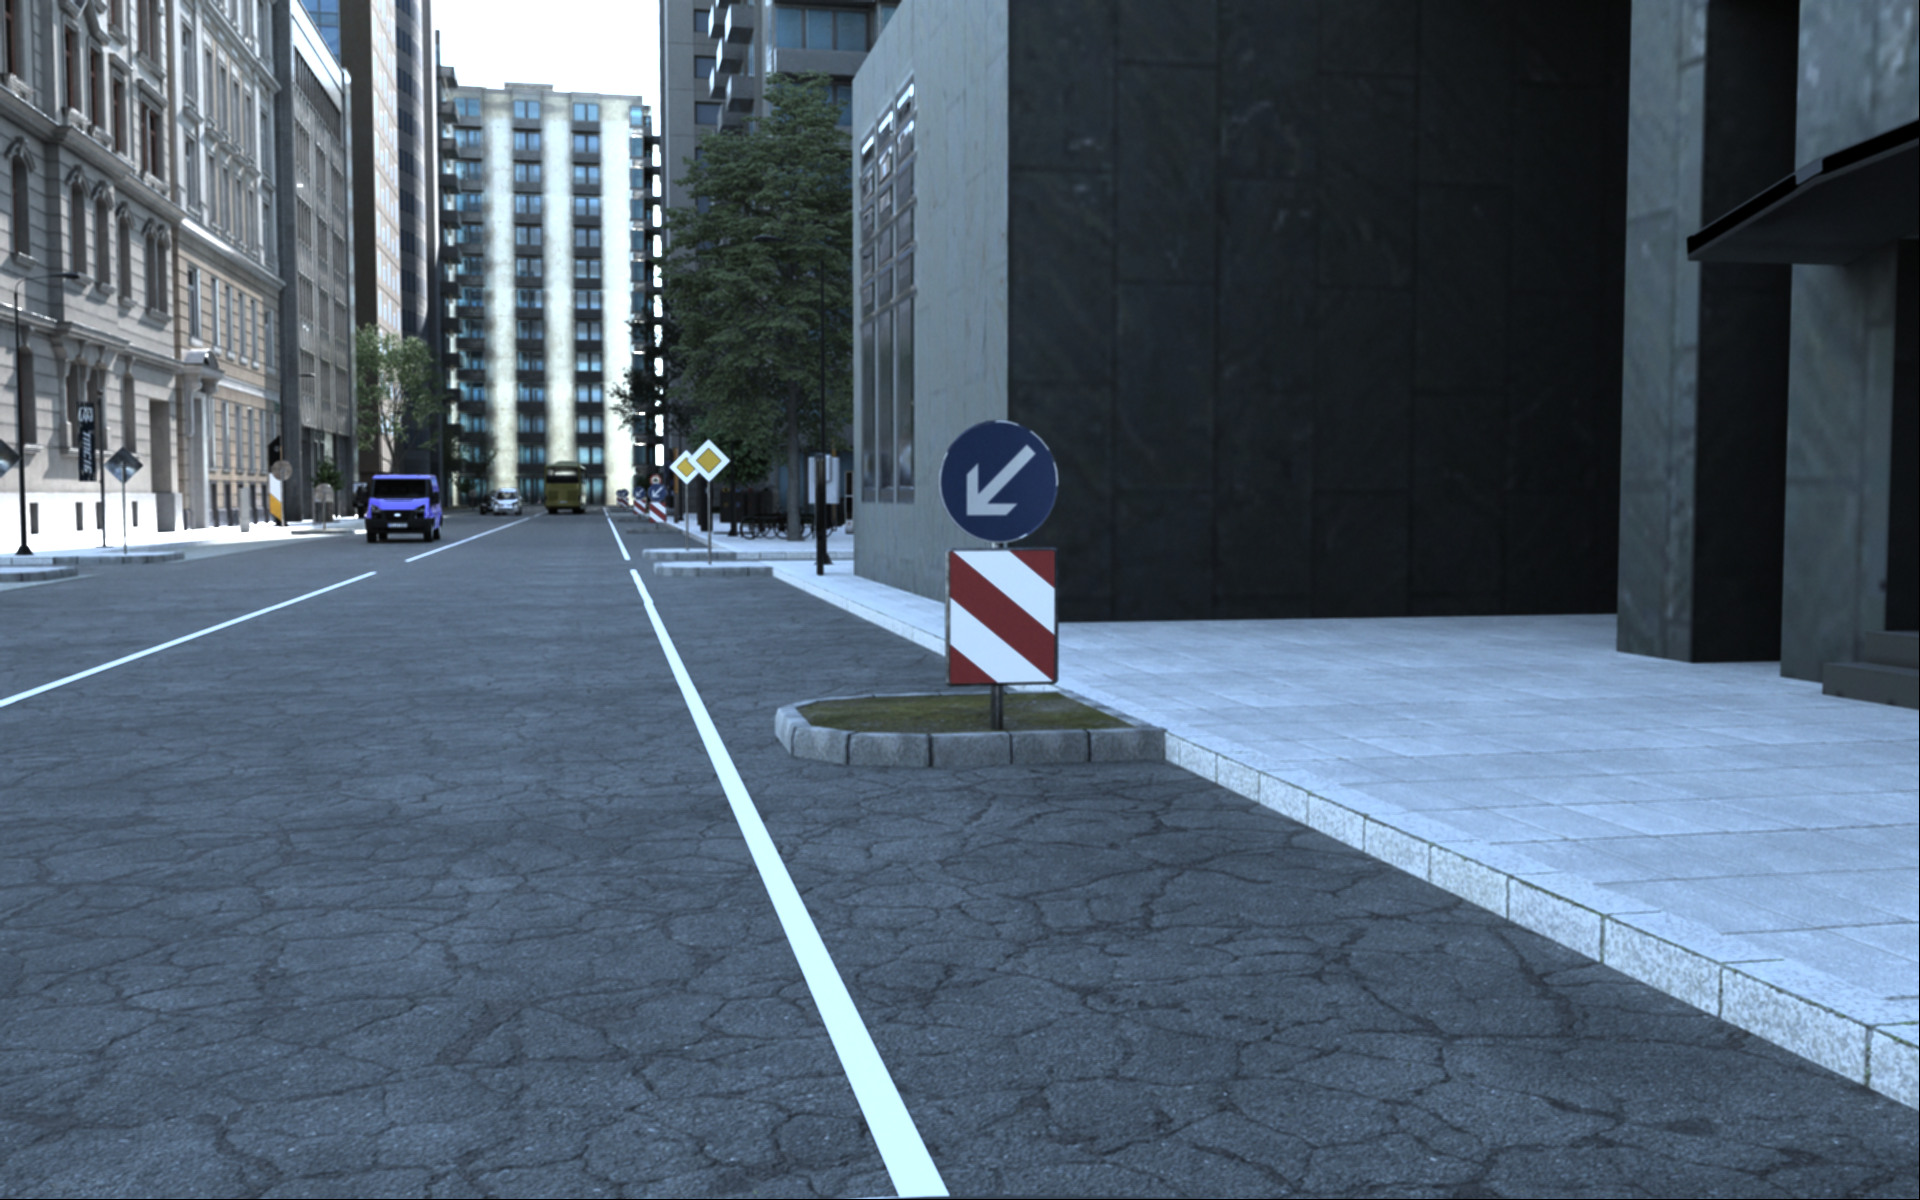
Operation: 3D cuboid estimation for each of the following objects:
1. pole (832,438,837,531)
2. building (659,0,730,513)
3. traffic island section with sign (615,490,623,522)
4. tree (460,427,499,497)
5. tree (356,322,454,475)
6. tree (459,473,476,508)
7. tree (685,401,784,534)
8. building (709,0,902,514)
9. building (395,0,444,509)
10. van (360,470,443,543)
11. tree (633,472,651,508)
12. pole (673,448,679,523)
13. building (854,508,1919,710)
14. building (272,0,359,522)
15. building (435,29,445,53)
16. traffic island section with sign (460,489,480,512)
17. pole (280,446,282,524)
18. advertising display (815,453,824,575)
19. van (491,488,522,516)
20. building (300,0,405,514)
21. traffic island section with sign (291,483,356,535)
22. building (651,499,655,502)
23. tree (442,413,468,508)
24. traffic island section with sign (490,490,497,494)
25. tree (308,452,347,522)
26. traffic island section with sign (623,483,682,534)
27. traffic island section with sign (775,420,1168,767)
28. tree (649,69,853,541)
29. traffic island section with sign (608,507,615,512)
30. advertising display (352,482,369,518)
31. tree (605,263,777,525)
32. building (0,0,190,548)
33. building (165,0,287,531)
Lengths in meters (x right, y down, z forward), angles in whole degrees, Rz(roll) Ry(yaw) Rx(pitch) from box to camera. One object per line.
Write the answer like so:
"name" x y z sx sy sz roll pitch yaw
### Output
"pole" -4.351 -4.039 59.878 0.158 3.312 0.155 0 3 0
"building" -11.872 -35.963 130.001 21.231 58.520 28.212 -1 4 -12
"traffic island section with sign" -16.745 -4.965 89.801 1.989 1.847 2.006 -1 4 -12
"tree" -51.490 -14.415 186.047 4.360 8.622 3.978 0 3 0
"tree" -34.487 -10.995 105.517 9.928 11.665 9.643 0 3 0
"tree" -45.985 -10.223 161.743 1.663 3.219 1.824 0 3 0
"tree" -7.248 -4.441 56.330 4.285 4.588 4.351 0 3 0
"building" -2.191 -29.146 96.141 23.786 49.044 30.456 -1 4 -12
"building" -52.667 -36.226 134.288 21.231 58.520 28.212 -1 4 -12
"van" -17.001 -2.974 53.015 2.240 2.365 5.245 -1 4 -13
"tree" -30.043 -10.269 162.502 1.663 3.219 1.824 0 3 0
"pole" -12.561 -5.061 76.594 0.158 3.312 0.155 0 3 0
"building" 12.416 -42.768 11.930 22.319 86.520 31.000 -1 4 -12
"building" -38.245 -16.484 87.531 12.078 24.808 19.932 -1 4 -12
"building" -64.226 -33.487 167.123 30.456 49.044 23.786 -1 4 -12
"traffic island section with sign" -38.457 -7.854 137.047 1.989 1.847 2.006 -1 4 -12
"pole" -28.767 -4.865 73.385 0.158 3.312 0.155 0 3 0
"advertising display" -2.244 -1.375 27.702 0.123 1.923 0.974 0 4 -6
"van" -30.441 -6.697 116.501 2.013 2.044 4.112 -1 4 -11
"building" -45.112 -28.407 114.566 14.600 45.320 14.200 -1 4 -12
"traffic island section with sign" -22.711 -3.255 61.852 1.989 1.847 2.006 -1 4 -12
"building" -15.430 -29.728 177.933 32.217 40.220 23.993 -1 4 -12
"tree" -45.987 -12.539 155.370 4.737 8.622 4.395 0 3 0
"traffic island section with sign" -44.152 -9.516 164.212 1.989 1.847 2.006 -1 4 -12
"tree" -28.875 -5.146 78.744 1.663 3.219 1.824 0 3 0
"traffic island section with sign" -11.214 -3.351 63.417 1.989 1.847 2.006 -1 4 -12
"traffic island section with sign" -0.045 -0.089 10.083 1.989 1.847 2.006 -1 4 -12
"tree" -4.573 -7.856 46.579 7.486 12.596 7.792 0 3 0
"traffic island section with sign" -27.035 -7.970 138.940 1.989 1.847 2.006 -1 4 -12
"advertising display" -31.496 -5.250 91.053 0.974 1.923 0.123 1 4 17
"tree" -10.966 -8.340 70.777 7.601 10.594 8.767 -3 4 -37
"building" -30.330 -15.826 46.147 14.401 28.519 23.554 -1 4 -12
"building" -34.964 -17.232 67.650 13.634 28.700 20.117 -1 4 -12
